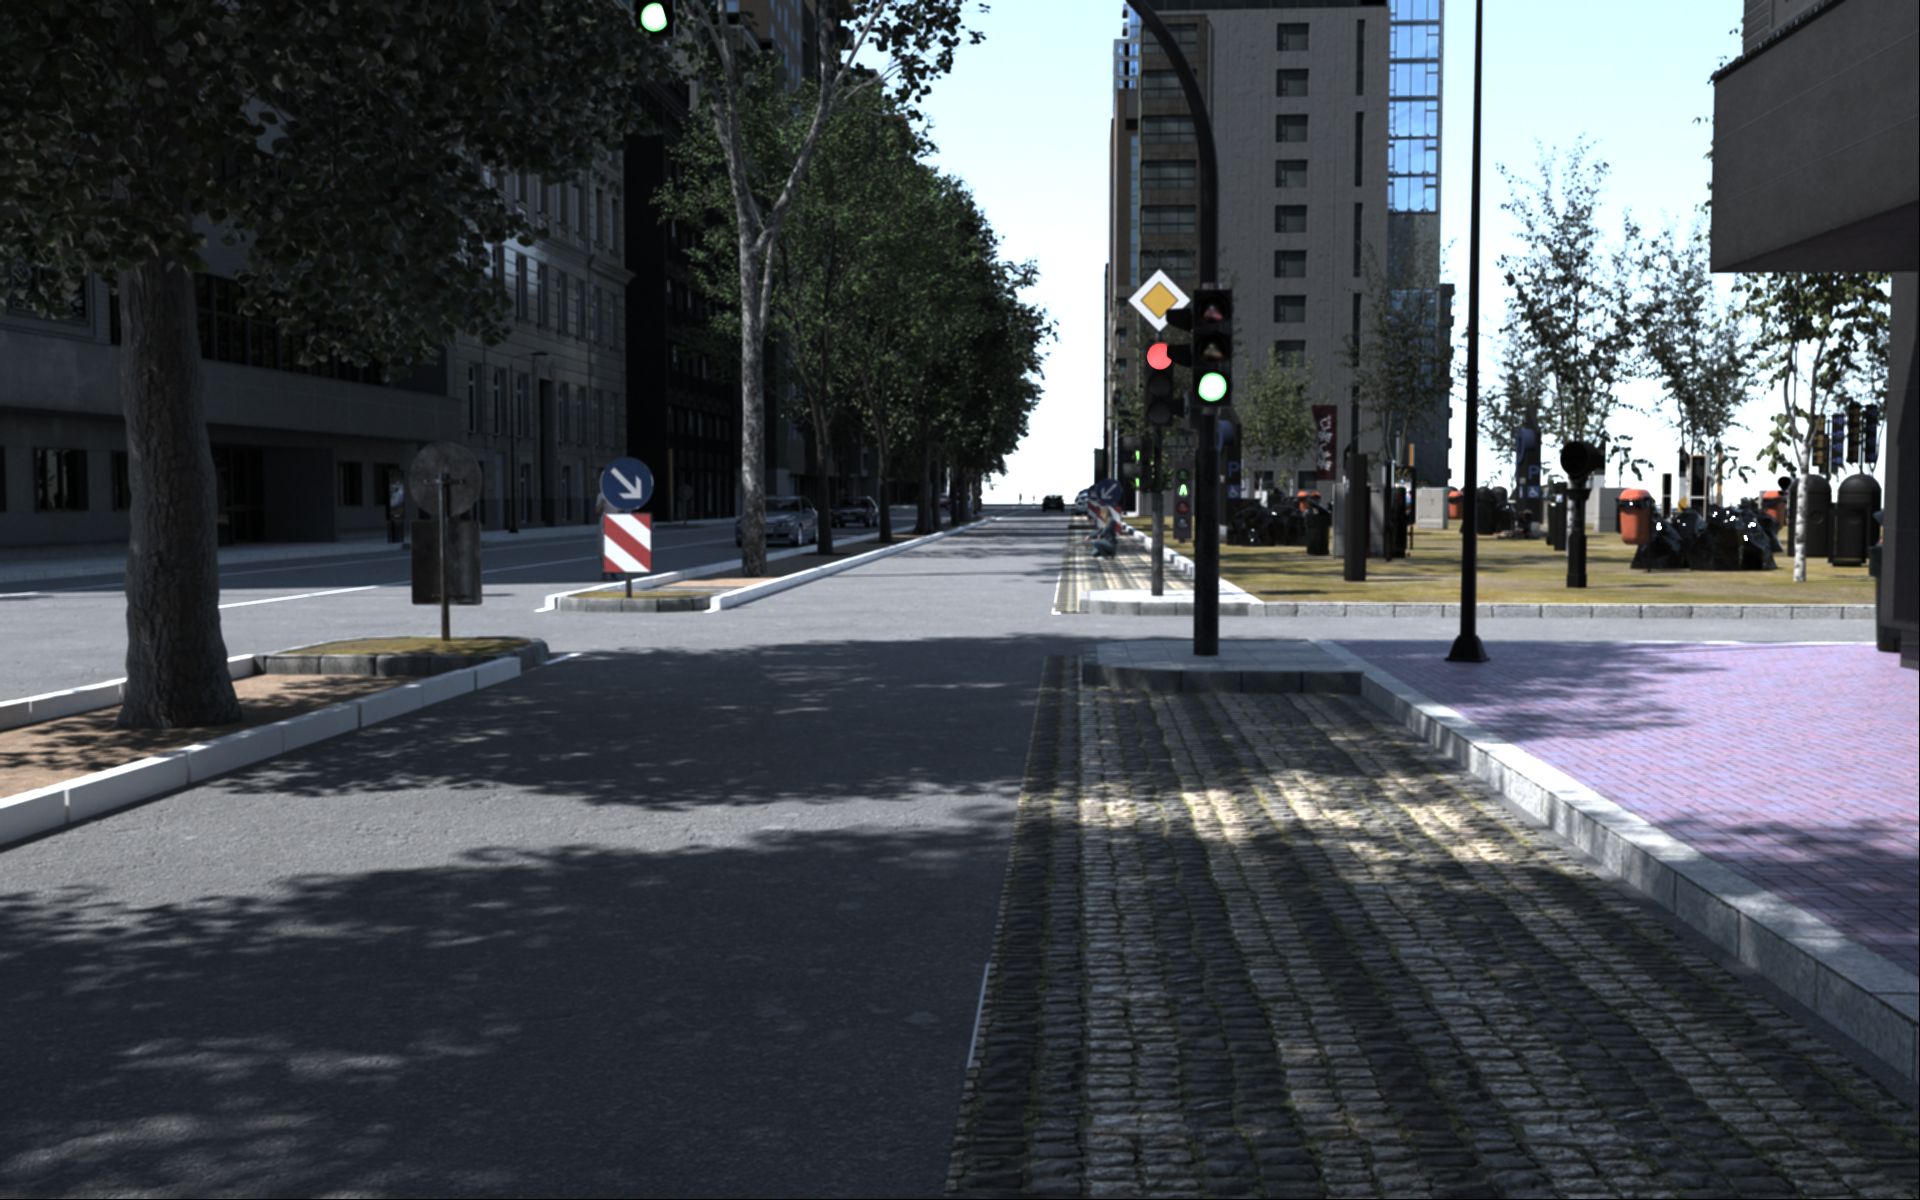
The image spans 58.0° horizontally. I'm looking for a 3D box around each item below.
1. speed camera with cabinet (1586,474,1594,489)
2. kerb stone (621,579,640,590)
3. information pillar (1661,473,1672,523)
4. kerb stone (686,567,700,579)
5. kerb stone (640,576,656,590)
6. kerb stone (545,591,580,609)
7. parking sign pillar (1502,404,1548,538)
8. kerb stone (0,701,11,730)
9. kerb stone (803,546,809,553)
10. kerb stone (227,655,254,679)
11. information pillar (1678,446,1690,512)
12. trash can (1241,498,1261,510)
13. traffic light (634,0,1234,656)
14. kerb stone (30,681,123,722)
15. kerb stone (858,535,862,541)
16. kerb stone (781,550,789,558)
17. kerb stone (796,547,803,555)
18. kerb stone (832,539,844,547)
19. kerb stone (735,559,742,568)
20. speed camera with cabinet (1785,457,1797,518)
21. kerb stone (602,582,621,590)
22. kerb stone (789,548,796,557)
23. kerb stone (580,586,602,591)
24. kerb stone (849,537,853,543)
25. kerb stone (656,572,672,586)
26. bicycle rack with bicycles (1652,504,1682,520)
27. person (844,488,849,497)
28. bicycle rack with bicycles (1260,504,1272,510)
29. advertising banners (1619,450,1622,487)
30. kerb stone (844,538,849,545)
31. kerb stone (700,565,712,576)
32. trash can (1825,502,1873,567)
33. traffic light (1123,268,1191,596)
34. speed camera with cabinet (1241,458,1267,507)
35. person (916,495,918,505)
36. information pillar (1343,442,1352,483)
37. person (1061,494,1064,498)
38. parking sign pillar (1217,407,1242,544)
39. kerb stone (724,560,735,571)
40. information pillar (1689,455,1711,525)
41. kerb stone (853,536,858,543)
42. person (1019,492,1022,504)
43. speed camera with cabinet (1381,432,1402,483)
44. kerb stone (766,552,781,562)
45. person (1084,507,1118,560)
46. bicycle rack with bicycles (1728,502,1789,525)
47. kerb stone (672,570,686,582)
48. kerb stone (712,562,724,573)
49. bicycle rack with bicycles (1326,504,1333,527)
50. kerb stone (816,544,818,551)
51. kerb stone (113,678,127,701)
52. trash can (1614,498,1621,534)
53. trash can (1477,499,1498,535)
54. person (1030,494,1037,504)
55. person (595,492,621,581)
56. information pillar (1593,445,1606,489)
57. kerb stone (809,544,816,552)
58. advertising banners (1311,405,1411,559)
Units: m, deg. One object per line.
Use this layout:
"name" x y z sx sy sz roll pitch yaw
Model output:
"speed camera with cabinet" 34.567 -6.064 93.486 0.660 3.252 2.038 -1 4 -12
"kerb stone" -4.877 -0.183 25.193 0.120 0.150 1.000 0 4 4
"information pillar" 24.567 -3.409 60.233 0.304 2.012 0.304 1 4 15
"kerb stone" -4.610 -0.433 29.281 0.120 0.150 1.000 0 4 4
"kerb stone" -4.813 -0.246 26.214 0.120 0.150 1.000 0 4 4
"kerb stone" -5.088 0.004 22.134 0.120 0.150 1.000 0 4 4
"parking sign pillar" 16.862 -3.847 51.378 1.447 3.967 1.447 0 4 5
"kerb stone" -5.865 0.730 10.255 0.120 0.150 1.000 0 4 4
"kerb stone" -3.809 -1.180 41.544 0.120 0.150 1.000 0 4 4
"kerb stone" -5.659 0.543 13.315 0.120 0.150 1.000 0 4 4
"information pillar" 35.269 -5.694 84.448 0.504 3.616 0.183 0 4 4
"trash can" 9.350 -2.701 55.807 0.748 1.137 0.748 0 3 0
"traffic light" -0.151 -2.391 13.753 4.771 5.953 1.251 0 4 4
"kerb stone" -5.803 0.673 11.276 0.120 0.150 1.000 0 4 4
"kerb stone" -3.125 -1.809 51.778 0.120 0.150 1.000 0 4 4
"kerb stone" -3.998 -0.987 38.471 0.120 0.150 1.000 0 4 4
"kerb stone" -3.873 -1.121 40.524 0.120 0.150 1.000 0 4 4
"kerb stone" -3.394 -1.559 47.690 0.120 0.150 1.000 0 4 4
"kerb stone" -4.343 -0.680 33.364 0.120 0.150 1.000 0 4 4
"speed camera with cabinet" 44.969 -5.988 92.239 2.038 3.252 0.660 1 4 18
"kerb stone" -4.956 -0.121 24.174 0.120 0.150 1.000 0 4 4
"kerb stone" -3.933 -1.058 39.494 0.120 0.150 1.000 0 4 4
"kerb stone" -5.011 -0.053 23.154 0.120 0.150 1.000 0 4 4
"kerb stone" -3.259 -1.684 49.733 0.120 0.150 1.000 0 4 4
"kerb stone" -4.743 -0.305 27.237 0.120 0.150 1.000 0 4 4
"bicycle rack with bicycles" 25.081 -2.998 62.398 2.852 0.926 2.925 -1 4 -15
"person" -7.346 -6.295 111.362 0.705 1.831 1.348 -2 4 -24
"bicycle rack with bicycles" 10.807 -3.055 63.324 2.925 0.926 2.852 1 4 22
"advertising banners" 26.099 -4.401 68.145 0.090 3.025 2.074 2 4 31
"kerb stone" -3.322 -1.622 48.712 0.120 0.150 1.000 0 4 4
"kerb stone" -4.544 -0.496 30.301 0.120 0.150 1.000 0 4 4
"trash can" 15.690 -1.159 30.610 0.748 1.137 0.748 0 3 0
"traffic light" 2.469 -2.006 21.724 0.839 4.253 0.868 0 4 4
"speed camera with cabinet" 16.398 -6.225 96.114 2.038 3.252 0.660 1 4 23
"person" -3.201 -7.533 134.893 0.421 1.427 0.697 -1 4 -9
"information pillar" 17.572 -5.331 78.519 0.183 3.616 0.504 -2 4 -26
"person" 13.923 -13.830 237.805 0.799 1.438 0.628 0 4 -1
"parking sign pillar" 6.950 -3.486 45.470 1.447 3.967 1.447 -1 4 -12
"kerb stone" -4.408 -0.621 32.344 0.120 0.150 1.000 0 4 4
"information pillar" 13.799 -1.703 32.338 0.304 2.012 0.304 2 4 34
"kerb stone" -3.186 -1.744 50.757 0.120 0.150 1.000 0 4 4
"person" 8.552 -14.256 242.108 0.617 1.759 0.750 -2 4 -34
"speed camera with cabinet" 13.923 -3.744 55.554 0.660 3.252 2.038 1 4 20
"kerb stone" -4.071 -0.928 37.447 0.120 0.150 1.000 0 4 4
"person" 3.062 -1.434 37.439 0.738 1.151 1.012 0 4 2
"bicycle rack with bicycles" 34.205 -3.588 72.052 2.852 0.926 2.925 -1 4 -15
"kerb stone" -4.684 -0.368 28.258 0.120 0.150 1.000 0 4 4
"kerb stone" -4.477 -0.555 31.321 0.120 0.150 1.000 0 4 4
"bicycle rack with bicycles" 14.020 -3.084 63.805 2.852 0.926 2.925 -2 4 -29
"kerb stone" -3.664 -1.308 43.589 0.120 0.150 1.000 0 4 4
"kerb stone" -5.740 0.605 12.296 0.120 0.150 1.000 0 4 4
"trash can" 21.629 -2.727 56.242 0.748 1.137 0.748 0 3 0
"trash can" 16.469 -2.603 54.214 0.748 1.137 0.748 0 3 0
"person" 10.287 -14.046 241.374 0.991 1.433 0.599 0 4 4
"person" -5.798 -1.203 28.737 0.480 1.755 0.524 -2 4 -35
"information pillar" 27.597 -5.097 74.694 0.504 3.616 0.183 0 4 7
"kerb stone" -3.733 -1.246 42.563 0.120 0.150 1.000 0 4 4
"advertising banners" 7.909 -2.325 34.199 2.074 3.025 0.090 -1 4 -9
